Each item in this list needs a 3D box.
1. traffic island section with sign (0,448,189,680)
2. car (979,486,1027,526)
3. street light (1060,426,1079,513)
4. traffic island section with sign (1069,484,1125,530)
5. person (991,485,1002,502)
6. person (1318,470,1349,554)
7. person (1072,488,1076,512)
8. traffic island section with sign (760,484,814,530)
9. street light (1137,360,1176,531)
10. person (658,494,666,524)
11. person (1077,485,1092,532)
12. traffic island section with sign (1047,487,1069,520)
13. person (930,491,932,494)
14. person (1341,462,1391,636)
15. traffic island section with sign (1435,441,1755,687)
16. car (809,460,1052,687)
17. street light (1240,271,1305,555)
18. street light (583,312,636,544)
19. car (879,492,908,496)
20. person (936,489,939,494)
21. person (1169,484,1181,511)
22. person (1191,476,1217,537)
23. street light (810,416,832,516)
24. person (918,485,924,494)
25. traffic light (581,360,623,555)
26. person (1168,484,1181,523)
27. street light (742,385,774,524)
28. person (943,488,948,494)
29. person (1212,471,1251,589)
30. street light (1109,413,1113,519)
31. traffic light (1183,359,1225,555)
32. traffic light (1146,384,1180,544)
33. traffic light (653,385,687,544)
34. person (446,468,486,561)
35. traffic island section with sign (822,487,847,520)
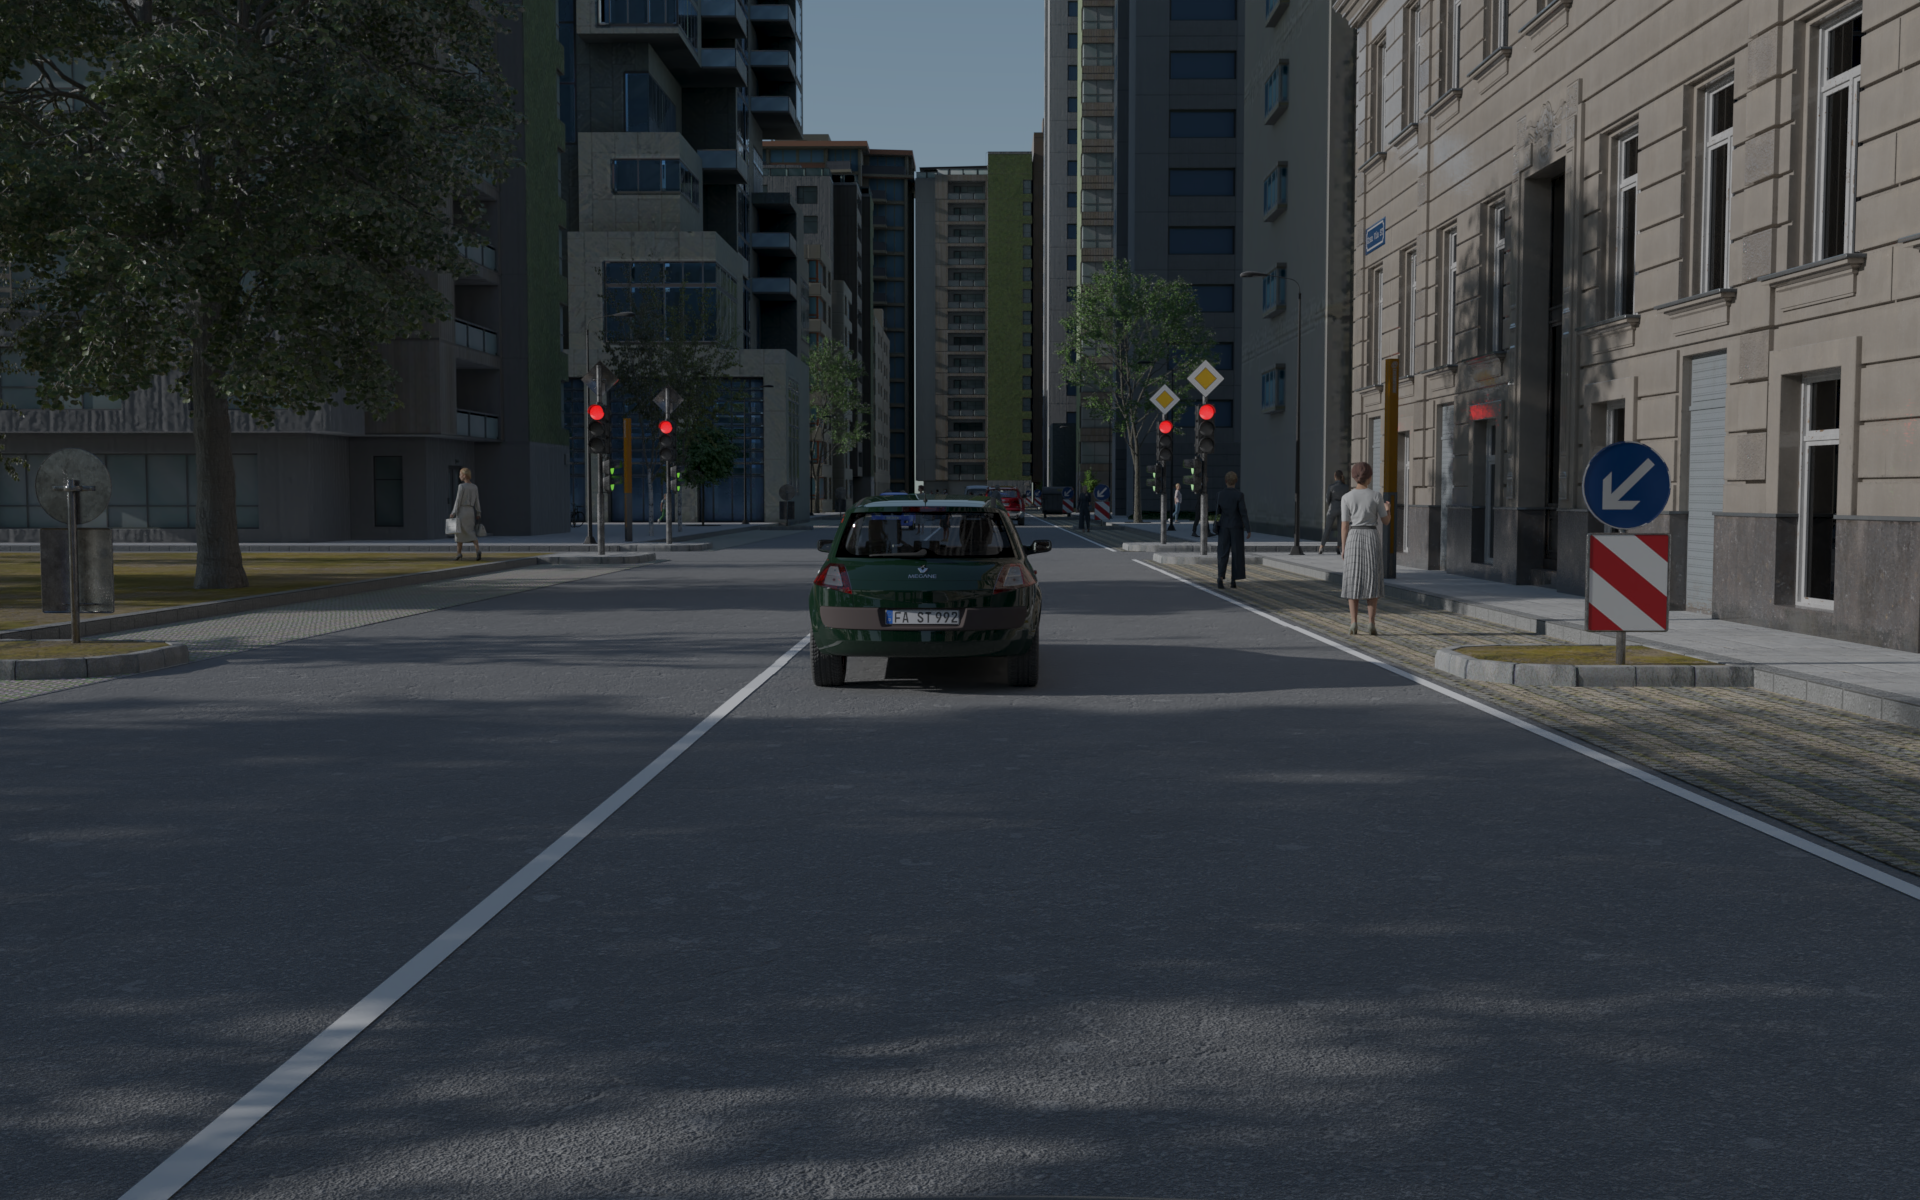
[{"bbox_3d":[-7.528,-0.339,14.177,1.989,1.847,2.006,0,4,1],"label":"traffic island section with sign"},{"bbox_3d":[1.968,-4.369,80.108,2.281,1.827,5.304,0,4,1],"label":"car"},{"bbox_3d":[7.544,-8.927,118.500,1.470,5.913,1.316,0,4,1],"label":"street light"},{"bbox_3d":[5.530,-3.718,69.420,1.989,1.847,2.006,0,4,1],"label":"traffic island section with sign"},{"bbox_3d":[1.430,-3.400,64.489,0.834,1.777,0.661,-2,4,-34],"label":"person"},{"bbox_3d":[7.936,-1.862,36.757,0.520,1.790,0.573,-1,4,-22],"label":"person"},{"bbox_3d":[8.085,-7.192,124.188,0.434,1.755,0.990,1,4,22],"label":"person"},{"bbox_3d":[-6.883,-3.702,69.159,1.989,1.847,2.006,0,4,1],"label":"traffic island section with sign"},{"bbox_3d":[6.846,-5.371,60.360,1.470,5.913,1.316,0,4,1],"label":"street light"},{"bbox_3d":[-12.588,-3.880,73.725,0.590,1.304,0.306,1,4,21],"label":"person"},{"bbox_3d":[4.634,-3.397,64.466,0.576,1.772,0.534,0,4,2],"label":"person"},{"bbox_3d":[5.855,-5.367,96.373,1.989,1.847,2.006,0,4,1],"label":"traffic island section with sign"},{"bbox_3d":[-2.929,-10.179,175.861,0.756,1.711,0.436,-3,4,-39],"label":"person"},{"bbox_3d":[4.105,-0.517,17.522,0.480,1.755,0.524,1,4,17],"label":"person"},{"bbox_3d":[4.884,-0.312,13.722,1.989,1.847,2.006,0,4,1],"label":"traffic island section with sign"},{"bbox_3d":[-0.230,-0.275,14.288,2.009,1.686,4.222,0,4,1],"label":"car"},{"bbox_3d":[6.547,-3.898,36.281,1.470,5.913,1.316,0,4,1],"label":"street light"},{"bbox_3d":[-8.963,-4.391,44.334,1.470,5.913,1.316,0,4,1],"label":"street light"},{"bbox_3d":[-2.647,-3.667,69.540,1.945,1.707,3.694,0,4,0],"label":"car"},{"bbox_3d":[-1.915,-8.296,144.141,0.705,1.823,1.348,1,4,21],"label":"person"},{"bbox_3d":[10.911,-5.027,88.329,0.767,1.812,0.694,2,4,31],"label":"person"},{"bbox_3d":[7.241,-2.787,51.388,0.755,1.850,0.659,2,4,25],"label":"person"},{"bbox_3d":[-8.266,-7.951,102.538,1.470,5.913,1.316,0,4,1],"label":"street light"},{"bbox_3d":[-1.474,-3.196,61.320,0.480,1.755,0.524,3,5,41],"label":"person"},{"bbox_3d":[-7.552,-2.906,36.442,0.839,4.253,0.868,0,4,1],"label":"traffic light"},{"bbox_3d":[9.433,-4.235,75.952,0.598,1.740,0.731,0,4,-3],"label":"person"},{"bbox_3d":[-8.600,-6.184,73.651,1.470,5.913,1.316,0,4,1],"label":"street light"},{"bbox_3d":[-0.738,-5.396,97.308,0.643,1.750,0.593,1,4,15],"label":"person"},{"bbox_3d":[4.101,-1.053,26.144,0.576,1.772,0.534,1,4,9],"label":"person"},{"bbox_3d":[7.208,-7.160,89.613,1.470,5.913,1.316,0,4,1],"label":"street light"},{"bbox_3d":[5.109,-2.898,36.311,0.839,4.253,0.868,0,4,1],"label":"traffic light"},{"bbox_3d":[5.201,-3.387,44.296,0.839,4.253,0.868,0,4,1],"label":"traffic light"},{"bbox_3d":[-7.459,-3.395,44.426,0.839,4.253,0.868,0,4,1],"label":"traffic light"},{"bbox_3d":[-9.460,-1.638,33.182,0.694,1.780,0.624,-3,5,-43],"label":"person"},{"bbox_3d":[-6.580,-5.351,96.113,1.989,1.847,2.006,0,4,1],"label":"traffic island section with sign"}]
